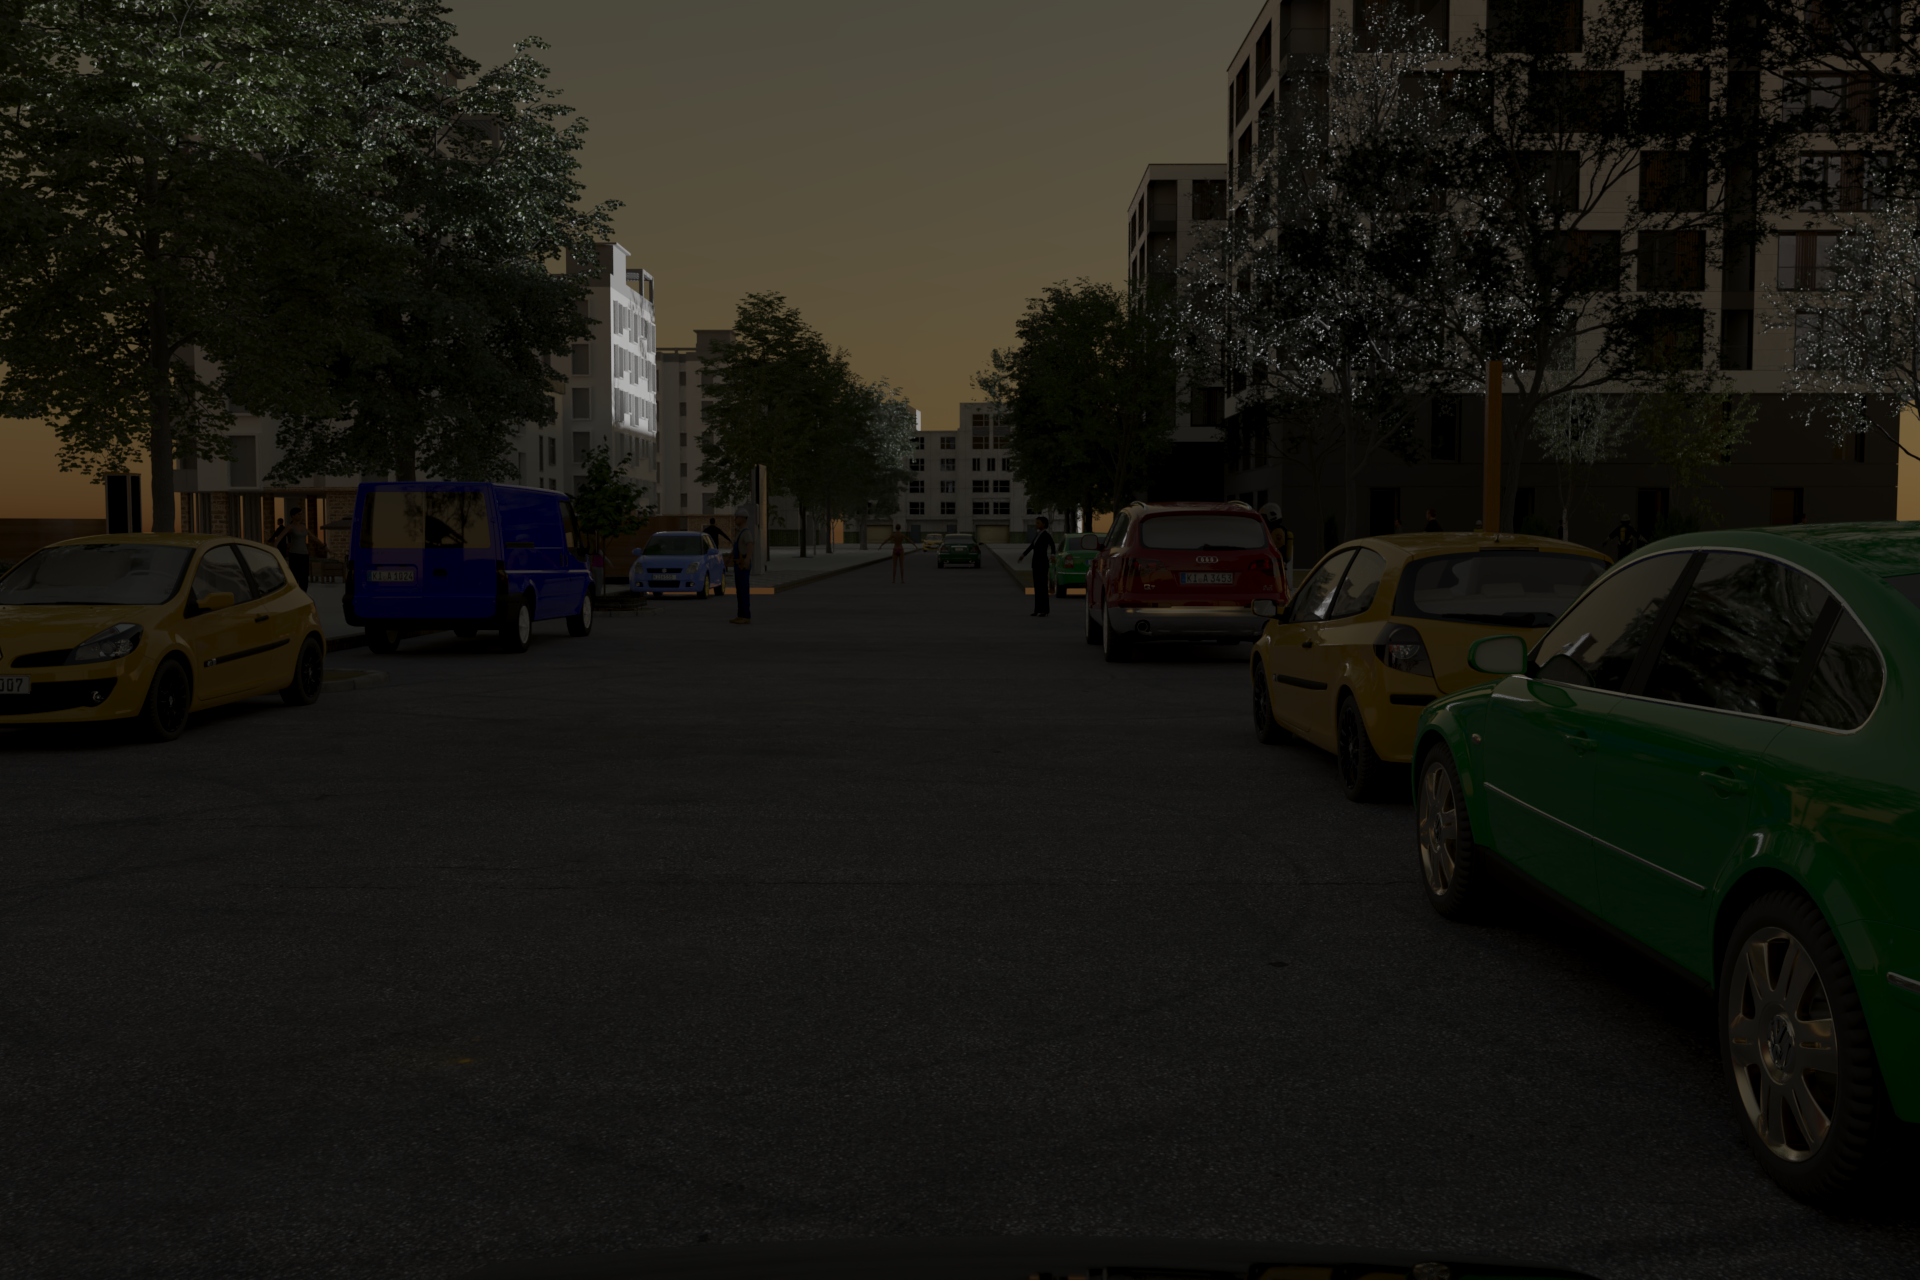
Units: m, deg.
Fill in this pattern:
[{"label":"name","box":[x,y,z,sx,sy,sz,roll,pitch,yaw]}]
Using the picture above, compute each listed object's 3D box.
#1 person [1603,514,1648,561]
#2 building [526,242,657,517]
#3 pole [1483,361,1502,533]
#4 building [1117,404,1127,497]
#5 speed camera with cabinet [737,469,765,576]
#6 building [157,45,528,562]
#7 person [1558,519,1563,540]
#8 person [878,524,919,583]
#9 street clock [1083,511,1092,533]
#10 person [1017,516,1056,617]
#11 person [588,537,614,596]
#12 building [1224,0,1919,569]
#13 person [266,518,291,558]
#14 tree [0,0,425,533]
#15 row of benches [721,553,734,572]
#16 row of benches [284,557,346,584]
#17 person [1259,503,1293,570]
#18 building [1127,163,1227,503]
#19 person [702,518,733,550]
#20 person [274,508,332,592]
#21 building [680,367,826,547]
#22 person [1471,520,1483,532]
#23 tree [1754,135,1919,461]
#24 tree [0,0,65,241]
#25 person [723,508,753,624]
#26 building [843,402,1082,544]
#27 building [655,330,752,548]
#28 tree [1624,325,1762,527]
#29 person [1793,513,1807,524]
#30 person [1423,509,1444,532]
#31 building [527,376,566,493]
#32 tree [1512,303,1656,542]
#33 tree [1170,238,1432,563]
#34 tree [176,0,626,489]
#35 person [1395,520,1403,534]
[{"label":"person","box":[19.473,-2.747,50.691,1.354,1.856,0.705,3,4,38]},{"label":"building","box":[-27.275,-15.735,113.686,16.016,20.090,11.380,0,4,1]},{"label":"pole","box":[6.298,-1.632,20.526,0.158,3.312,0.155,0,3,0]},{"label":"building","box":[25.874,-19.151,179.577,16.747,18.905,31.486,0,4,0]},{"label":"speed camera with cabinet","box":[-6.477,-3.626,53.613,0.660,3.252,2.038,0,4,1]},{"label":"building","box":[-25.468,-12.975,68.566,16.016,20.090,11.380,0,4,1]},{"label":"person","box":[21.552,-3.420,61.858,0.705,1.837,1.347,1,4,22]},{"label":"person","box":[-1.803,-2.535,50.705,1.217,1.733,0.721,0,4,1]},{"label":"street clock","box":[4.047,-3.066,54.699,0.358,2.002,0.471,0,4,-1]},{"label":"person","box":[1.343,-1.280,30.112,0.721,1.740,1.216,-2,4,-27]},{"label":"person","box":[-7.166,-1.394,34.512,0.599,1.433,0.991,-3,4,-38]},{"label":"building","box":[25.678,-14.370,78.925,27.936,21.610,32.646,0,3,0]},{"label":"person","box":[-21.949,-3.041,55.939,0.704,1.802,1.346,1,4,11]},{"label":"tree","box":[-12.265,-6.627,26.481,7.486,12.596,7.792,0,3,0]},{"label":"row of benches","box":[-8.815,-2.683,59.329,4.104,0.672,1.422,3,4,38]},{"label":"row of benches","box":[-17.485,-1.906,46.627,1.422,0.672,4.104,-3,4,-36]},{"label":"person","box":[4.242,-0.951,23.775,0.705,1.858,1.354,0,4,1]},{"label":"building","box":[24.551,-16.392,111.980,27.936,21.610,32.646,0,4,1]},{"label":"person","box":[-8.108,-3.098,56.792,1.346,1.812,0.704,0,4,-8]},{"label":"person","box":[-11.249,-1.393,29.579,0.721,1.737,1.217,2,4,29]},{"label":"building","box":[-24.805,-20.007,193.576,16.747,18.905,31.486,0,4,1]},{"label":"person","box":[18.583,-3.397,62.001,1.216,1.772,0.721,2,4,29]},{"label":"tree","box":[28.355,-8.516,49.614,12.009,13.543,11.850,0,3,0]},{"label":"tree","box":[-11.941,-5.957,15.524,7.486,12.596,7.792,0,3,0]},{"label":"person","box":[-3.516,-1.188,27.742,0.705,1.847,1.347,-1,4,-22]},{"label":"building","box":[0.789,-22.654,239.310,31.486,18.905,16.747,0,4,6]},{"label":"building","box":[-25.980,-18.657,161.459,16.016,20.090,11.380,0,3,0]},{"label":"tree","box":[24.682,-6.656,59.195,4.737,8.622,4.395,0,3,0]},{"label":"person","box":[18.352,-1.883,37.626,0.721,1.735,1.217,0,4,-3]},{"label":"person","box":[9.735,-1.813,35.863,1.348,1.803,0.705,-3,5,-42]},{"label":"building","box":[-26.550,-9.459,96.803,9.099,9.664,28.070,0,4,1]},{"label":"tree","box":[18.882,-6.342,54.056,4.360,8.622,3.978,0,3,0]},{"label":"tree","box":[10.844,-7.238,52.758,8.767,10.594,7.601,-3,5,-43]},{"label":"tree","box":[-12.334,-8.054,38.344,9.857,13.997,8.962,0,3,0]},{"label":"person","box":[15.742,-3.427,62.298,0.705,1.796,1.348,1,4,11]}]
